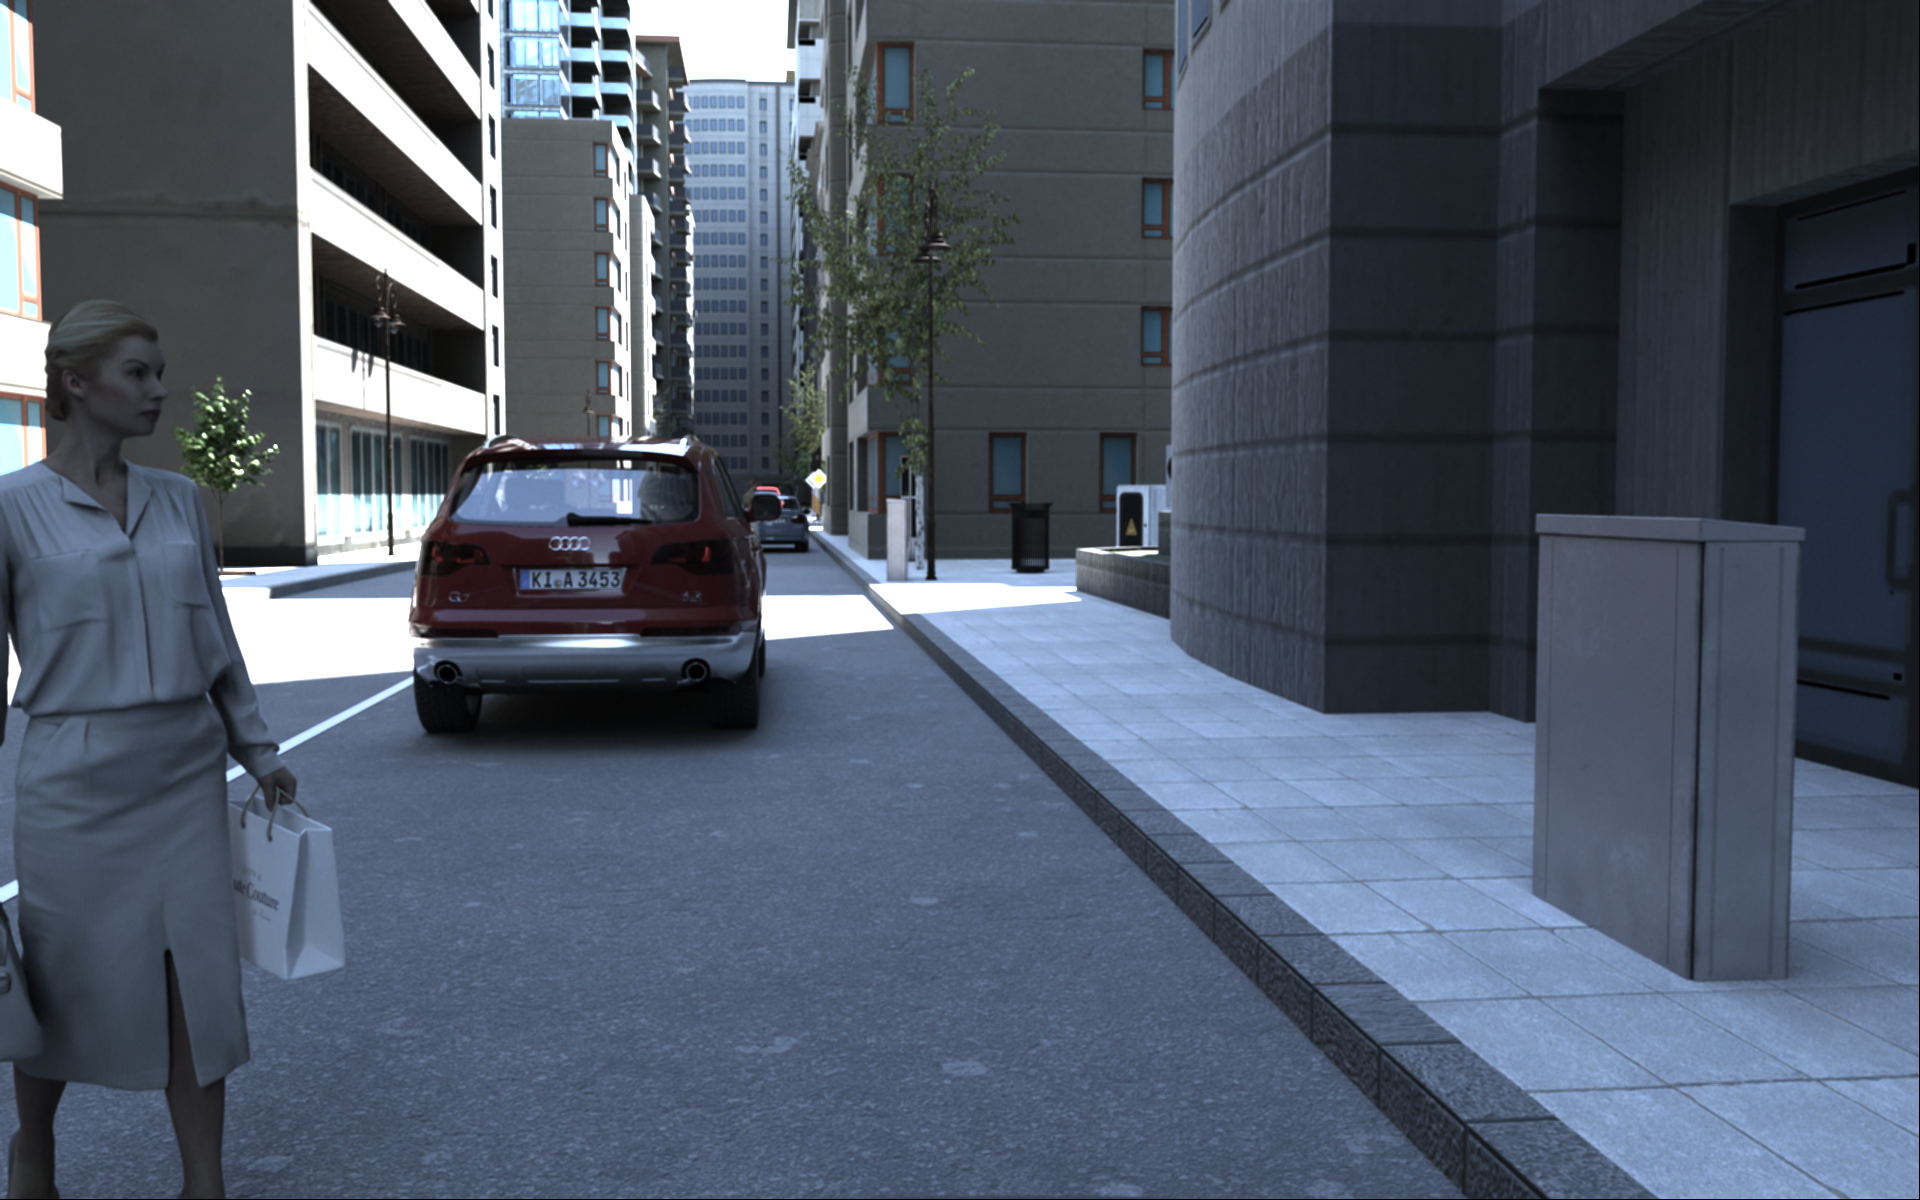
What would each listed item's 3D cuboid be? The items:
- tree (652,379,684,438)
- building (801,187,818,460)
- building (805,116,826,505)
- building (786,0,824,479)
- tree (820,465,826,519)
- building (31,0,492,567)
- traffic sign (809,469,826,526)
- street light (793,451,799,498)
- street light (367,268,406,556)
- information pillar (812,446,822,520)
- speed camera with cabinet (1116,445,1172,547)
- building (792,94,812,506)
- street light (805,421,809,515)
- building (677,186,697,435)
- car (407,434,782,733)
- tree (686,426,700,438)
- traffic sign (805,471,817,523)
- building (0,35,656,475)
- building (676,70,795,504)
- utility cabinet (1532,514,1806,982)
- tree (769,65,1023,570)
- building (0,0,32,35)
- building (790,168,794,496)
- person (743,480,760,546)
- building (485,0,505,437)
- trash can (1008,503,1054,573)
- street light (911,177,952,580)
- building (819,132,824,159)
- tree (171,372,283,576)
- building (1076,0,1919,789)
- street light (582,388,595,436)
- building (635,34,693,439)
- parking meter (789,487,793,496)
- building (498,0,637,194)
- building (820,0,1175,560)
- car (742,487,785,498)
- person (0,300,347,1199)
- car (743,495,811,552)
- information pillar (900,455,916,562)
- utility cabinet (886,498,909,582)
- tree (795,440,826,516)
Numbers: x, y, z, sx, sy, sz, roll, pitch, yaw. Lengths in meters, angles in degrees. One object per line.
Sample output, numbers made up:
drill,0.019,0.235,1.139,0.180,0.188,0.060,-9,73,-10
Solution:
tree,-20.325,-9.873,111.780,4.360,8.622,3.978,0,3,0
building,-5.404,-21.194,140.036,14.314,27.812,24.014,0,4,-6
building,-3.052,-20.122,116.388,14.401,28.519,23.554,0,4,-6
building,-3.209,-36.023,178.217,28.713,52.752,27.495,0,4,-6
tree,-6.724,-5.833,89.967,1.663,3.219,1.824,0,3,0
building,-23.255,-25.355,38.264,21.300,48.544,21.600,0,4,-6
traffic sign,-5.574,-3.967,68.508,0.795,2.450,0.064,0,4,-6
street light,-14.230,-10.864,150.411,0.468,5.910,1.993,0,4,-6
street light,-11.753,-3.843,35.614,0.468,5.910,1.993,0,4,-6
information pillar,-7.006,-5.712,84.746,0.504,3.616,0.183,2,4,29
speed camera with cabinet,3.653,-2.247,31.071,0.660,3.252,2.038,-2,4,-34
building,-8.718,-35.404,202.552,21.300,48.544,21.600,0,4,-6
street light,-9.489,-8.247,107.623,0.468,5.910,1.993,0,4,-6
building,-44.003,-31.583,208.271,23.993,40.220,32.217,0,4,-6
car,-2.383,-0.204,12.016,2.281,1.827,5.304,0,4,-6
tree,-29.398,-14.338,184.791,4.360,8.622,3.978,0,3,0
traffic sign,-6.453,-4.453,76.445,0.795,2.450,0.064,0,4,-6
building,-31.350,-15.178,93.207,27.650,21.520,28.899,0,4,-6
building,-31.468,-42.875,243.007,28.212,58.520,21.231,0,4,-6
utility cabinet,2.022,0.375,5.037,0.306,1.237,1.020,0,4,-5
tree,-0.908,-4.817,29.112,4.737,8.622,4.395,0,3,0
building,-23.487,-9.825,5.674,27.650,21.520,28.899,0,4,-6
building,-14.442,-32.813,220.090,14.154,41.232,14.086,0,4,-6
person,-4.842,-1.934,40.668,0.362,1.759,0.519,-3,5,-41
building,-23.605,-17.635,60.028,14.107,30.474,14.160,0,4,-6
trash can,1.148,-1.013,28.213,0.748,1.137,0.748,0,3,0
street light,-0.429,-3.234,25.664,0.468,5.910,1.993,0,4,-6
building,4.094,-15.081,82.728,21.152,22.565,11.583,0,4,-6
tree,-11.622,-2.012,27.506,1.663,3.219,1.824,0,3,0
building,12.328,-28.713,11.449,21.231,58.520,28.212,0,4,-6
street light,-16.182,-6.286,75.564,0.468,5.910,1.993,0,4,-6
building,-36.686,-31.071,162.633,22.147,44.769,28.867,0,4,-6
parking meter,-14.251,-8.595,146.235,0.255,1.863,0.399,-1,4,-12
building,-34.521,-49.927,128.983,22.319,86.520,31.000,0,4,-6
building,10.354,-12.479,49.070,27.650,21.520,28.899,0,4,-6
car,-10.258,-5.007,90.538,2.281,1.827,5.304,0,4,-8
person,-1.562,0.343,3.240,0.694,1.780,0.624,-3,4,-38
car,-4.777,-1.957,44.004,2.014,1.417,4.499,0,4,-8
information pillar,-0.924,-1.745,33.028,0.304,2.012,0.304,-3,5,-39
utility cabinet,-0.921,-0.897,25.834,0.306,1.237,1.020,0,4,0
tree,-7.961,-7.178,101.067,4.285,4.588,4.351,0,3,0
